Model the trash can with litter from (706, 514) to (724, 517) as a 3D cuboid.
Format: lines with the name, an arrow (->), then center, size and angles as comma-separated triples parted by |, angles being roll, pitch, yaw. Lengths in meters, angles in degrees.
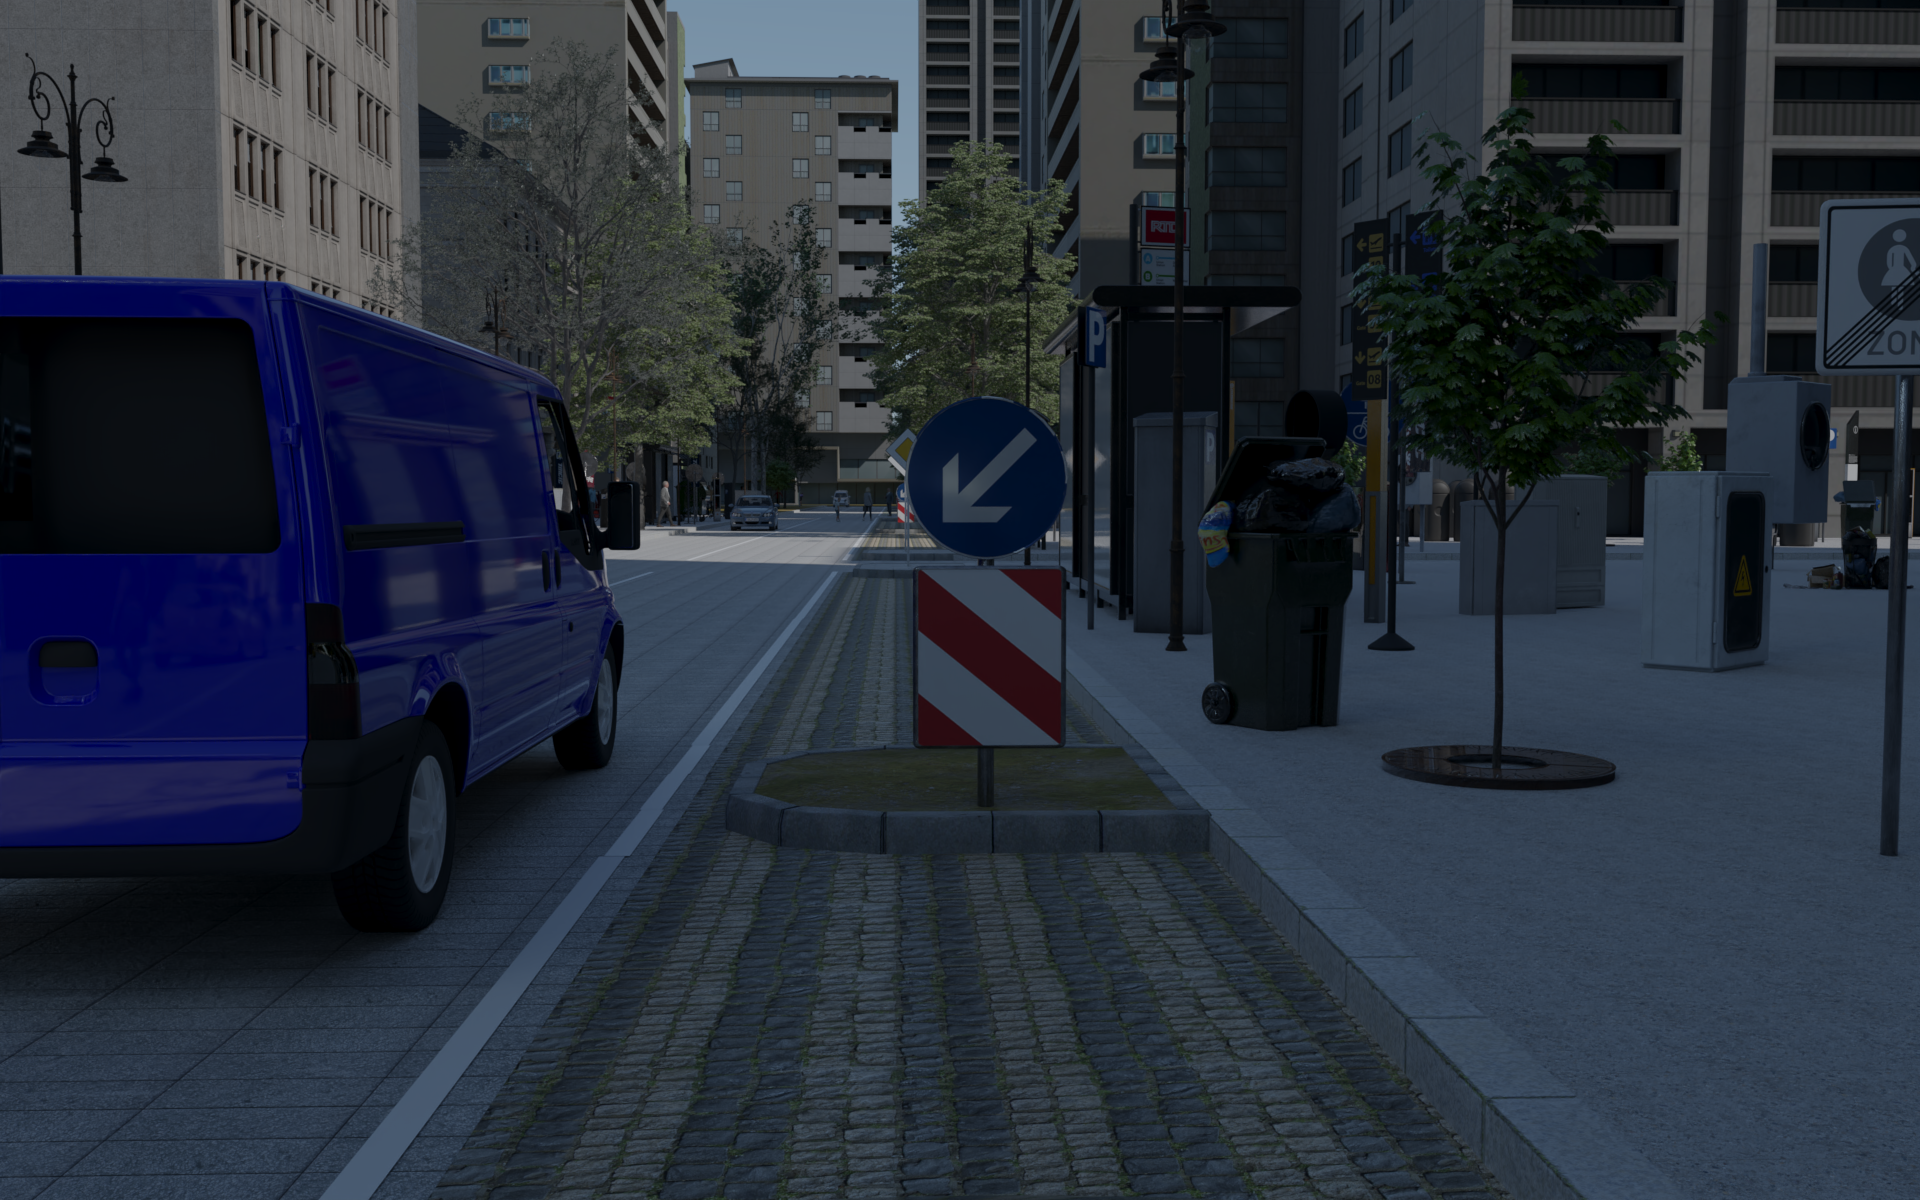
trash can with litter -> -13.565, -5.321, 98.061 | 1.678, 1.210, 2.233 | 1, 4, 14

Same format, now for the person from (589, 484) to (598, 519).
person -> -18.895, -5.060, 88.793 | 0.620, 1.820, 0.660 | 1, 4, 17

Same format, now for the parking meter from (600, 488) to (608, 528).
parking meter -> -13.505, -3.512, 65.831 | 0.372, 1.533, 0.369 | 0, 3, 0

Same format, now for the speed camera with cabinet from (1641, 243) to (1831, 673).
speed camera with cabinet -> 5.949, -1.152, 13.178 | 2.038, 3.252, 0.660 | -3, 5, -43

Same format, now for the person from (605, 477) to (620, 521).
person -> -11.225, -3.082, 56.403 | 0.622, 1.834, 0.822 | -1, 4, -16

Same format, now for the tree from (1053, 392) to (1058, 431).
tree -> 6.339, -8.343, 86.766 | 4.737, 8.622, 4.395 | 0, 3, 0

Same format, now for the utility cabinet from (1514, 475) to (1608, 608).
utility cabinet -> 6.730, -0.655, 19.393 | 1.173, 1.500, 0.318 | -2, 4, -30

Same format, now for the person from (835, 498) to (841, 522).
person -> -6.251, -4.624, 88.784 | 0.352, 1.250, 0.332 | 1, 4, 19

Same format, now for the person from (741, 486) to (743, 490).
person -> -14.601, -6.730, 116.096 | 1.348, 1.821, 0.705 | 2, 4, 28

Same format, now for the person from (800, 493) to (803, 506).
person -> -17.405, -11.039, 189.763 | 0.421, 1.427, 0.697 | 1, 4, 23

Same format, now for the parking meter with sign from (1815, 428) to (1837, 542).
parking meter with sign -> 22.772, -3.080, 46.619 | 0.543, 3.016, 1.738 | 0, 4, -7

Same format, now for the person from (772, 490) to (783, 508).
person -> -17.288, -9.684, 164.309 | 1.348, 1.831, 0.705 | 2, 4, 35

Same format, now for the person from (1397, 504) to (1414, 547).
person -> 10.852, -2.216, 42.458 | 0.473, 1.802, 0.592 | -2, 4, -31

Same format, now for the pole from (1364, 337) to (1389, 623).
pole -> 4.137, -1.427, 17.181 | 0.158, 3.312, 0.155 | 0, 3, 0

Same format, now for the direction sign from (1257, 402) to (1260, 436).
direction sign -> 7.398, -3.118, 42.981 | 0.379, 3.537, 0.876 | 1, 4, 9

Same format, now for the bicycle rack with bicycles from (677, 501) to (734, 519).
bicycle rack with bicycles -> -13.165, -4.700, 90.235 | 2.852, 0.926, 2.925 | -1, 4, -21

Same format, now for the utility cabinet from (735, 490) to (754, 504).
utility cabinet -> -13.291, -5.898, 105.116 | 1.173, 1.500, 0.318 | -2, 4, -26

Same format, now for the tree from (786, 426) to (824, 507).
tree -> -15.857, -13.580, 172.397 | 4.360, 8.622, 3.978 | 0, 3, 0

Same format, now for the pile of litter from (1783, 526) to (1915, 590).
pile of litter -> 12.135, -0.593, 23.655 | 1.719, 0.858, 1.176 | 1, 4, 19

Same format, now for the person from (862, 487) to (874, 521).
person -> -4.955, -5.099, 92.048 | 0.709, 1.800, 0.728 | 3, 5, 44

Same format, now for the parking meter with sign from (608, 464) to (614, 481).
parking meter with sign -> -19.649, -6.393, 100.780 | 0.543, 3.016, 1.738 | 3, 4, 37

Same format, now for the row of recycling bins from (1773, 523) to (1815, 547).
row of recycling bins -> 19.764, -2.231, 43.586 | 1.069, 1.692, 3.534 | -2, 4, -35

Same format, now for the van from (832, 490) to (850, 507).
van -> -12.840, -11.025, 187.276 | 2.013, 2.044, 4.112 | 0, 4, -1

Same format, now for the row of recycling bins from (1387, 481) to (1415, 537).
row of recycling bins -> 13.757, -2.740, 51.911 | 1.069, 1.692, 3.534 | -3, 5, -39

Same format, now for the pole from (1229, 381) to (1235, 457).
pole -> 4.837, -2.289, 31.267 | 0.158, 3.312, 0.155 | 0, 3, 0

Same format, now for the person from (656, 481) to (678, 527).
person -> -11.348, -3.709, 67.081 | 0.834, 1.777, 0.661 | -1, 4, -9

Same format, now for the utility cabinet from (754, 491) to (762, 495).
utility cabinet -> -13.053, -6.231, 110.553 | 0.318, 1.500, 1.173 | -2, 4, -34

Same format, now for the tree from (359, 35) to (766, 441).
tree -> -10.384, -8.290, 45.906 | 12.009, 13.543, 11.850 | 0, 3, 0

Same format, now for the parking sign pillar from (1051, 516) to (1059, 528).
parking sign pillar -> 3.784, -4.692, 65.179 | 1.447, 3.967, 1.447 | 0, 4, -7

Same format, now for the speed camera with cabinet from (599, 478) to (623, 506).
speed camera with cabinet -> -20.527, -6.619, 102.562 | 2.038, 3.252, 0.660 | 1, 4, 21

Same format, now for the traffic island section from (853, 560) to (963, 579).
traffic island section -> -0.873, -0.511, 30.635 | 2.009, 0.180, 2.903 | 0, 4, -2

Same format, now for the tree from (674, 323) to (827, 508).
tree -> -12.162, -9.781, 94.336 | 7.601, 10.594, 8.767 | 1, 4, 15

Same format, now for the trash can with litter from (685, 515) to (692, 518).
trash can with litter -> -14.811, -5.072, 94.307 | 0.624, 1.170, 1.055 | -2, 4, -24

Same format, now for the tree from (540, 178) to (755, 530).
tree -> -11.058, -8.774, 61.588 | 7.486, 12.596, 7.792 | 0, 3, 0

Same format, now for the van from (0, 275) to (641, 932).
van -> -2.719, -0.178, 7.289 | 2.240, 2.365, 5.245 | 0, 4, -2

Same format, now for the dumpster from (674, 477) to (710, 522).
dumpster -> -12.399, -4.747, 80.101 | 1.502, 2.255, 1.985 | 0, 4, -2

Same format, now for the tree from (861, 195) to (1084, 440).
tree -> 0.578, -10.108, 71.926 | 9.857, 13.997, 8.962 | 0, 3, 0

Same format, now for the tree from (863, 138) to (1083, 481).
tree -> 0.719, -8.456, 56.385 | 7.486, 12.596, 7.792 | 0, 3, 0

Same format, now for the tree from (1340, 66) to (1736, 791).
tree -> 2.614, -0.812, 7.882 | 1.663, 3.219, 1.824 | 0, 3, 0

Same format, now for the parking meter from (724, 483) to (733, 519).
parking meter -> -11.730, -5.018, 87.757 | 0.255, 1.863, 0.399 | -3, 5, -43

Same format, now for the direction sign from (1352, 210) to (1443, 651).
direction sign -> 3.565, -1.359, 14.215 | 0.379, 3.537, 0.876 | -3, 4, -38

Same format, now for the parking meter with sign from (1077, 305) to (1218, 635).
parking meter with sign -> 1.987, -1.205, 15.962 | 1.738, 3.016, 0.543 | 2, 4, 25

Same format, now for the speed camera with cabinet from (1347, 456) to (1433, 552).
speed camera with cabinet -> 9.544, -2.720, 38.804 | 0.660, 3.252, 2.038 | -3, 5, -43

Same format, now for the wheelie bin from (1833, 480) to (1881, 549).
wheelie bin -> 20.659, -1.960, 39.950 | 0.980, 1.594, 0.693 | 1, 4, 15

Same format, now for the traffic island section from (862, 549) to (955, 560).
traffic island section -> -1.170, -0.999, 38.615 | 2.009, 0.180, 2.903 | 0, 4, -2

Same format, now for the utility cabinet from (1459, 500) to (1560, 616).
utility cabinet -> 5.860, -0.449, 18.511 | 1.020, 1.237, 0.306 | -1, 4, -15

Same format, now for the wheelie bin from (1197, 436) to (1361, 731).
wheelie bin -> 1.805, -0.106, 9.634 | 0.980, 1.594, 0.693 | -2, 4, -33

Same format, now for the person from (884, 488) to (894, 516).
person -> -4.589, -6.266, 111.117 | 0.661, 1.801, 0.590 | 3, 4, 38

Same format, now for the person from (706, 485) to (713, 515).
person -> -15.140, -6.064, 105.095 | 0.836, 1.842, 0.656 | 1, 4, 18

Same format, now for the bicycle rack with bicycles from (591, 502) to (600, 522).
bicycle rack with bicycles -> -17.711, -4.035, 79.349 | 2.852, 0.926, 2.925 | 3, 5, 39

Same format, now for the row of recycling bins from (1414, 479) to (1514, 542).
row of recycling bins -> 14.138, -2.405, 46.427 | 3.534, 1.692, 1.069 | 1, 4, 21

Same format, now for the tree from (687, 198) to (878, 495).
tree -> -12.110, -15.574, 110.516 | 12.611, 20.169, 13.585 | 0, 3, 0

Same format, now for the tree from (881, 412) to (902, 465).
tree -> -4.434, -15.710, 182.615 | 9.928, 11.665, 9.643 | 0, 3, 0

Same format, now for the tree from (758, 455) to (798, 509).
tree -> -15.232, -9.919, 145.887 | 4.285, 4.588, 4.351 | 0, 3, 0
